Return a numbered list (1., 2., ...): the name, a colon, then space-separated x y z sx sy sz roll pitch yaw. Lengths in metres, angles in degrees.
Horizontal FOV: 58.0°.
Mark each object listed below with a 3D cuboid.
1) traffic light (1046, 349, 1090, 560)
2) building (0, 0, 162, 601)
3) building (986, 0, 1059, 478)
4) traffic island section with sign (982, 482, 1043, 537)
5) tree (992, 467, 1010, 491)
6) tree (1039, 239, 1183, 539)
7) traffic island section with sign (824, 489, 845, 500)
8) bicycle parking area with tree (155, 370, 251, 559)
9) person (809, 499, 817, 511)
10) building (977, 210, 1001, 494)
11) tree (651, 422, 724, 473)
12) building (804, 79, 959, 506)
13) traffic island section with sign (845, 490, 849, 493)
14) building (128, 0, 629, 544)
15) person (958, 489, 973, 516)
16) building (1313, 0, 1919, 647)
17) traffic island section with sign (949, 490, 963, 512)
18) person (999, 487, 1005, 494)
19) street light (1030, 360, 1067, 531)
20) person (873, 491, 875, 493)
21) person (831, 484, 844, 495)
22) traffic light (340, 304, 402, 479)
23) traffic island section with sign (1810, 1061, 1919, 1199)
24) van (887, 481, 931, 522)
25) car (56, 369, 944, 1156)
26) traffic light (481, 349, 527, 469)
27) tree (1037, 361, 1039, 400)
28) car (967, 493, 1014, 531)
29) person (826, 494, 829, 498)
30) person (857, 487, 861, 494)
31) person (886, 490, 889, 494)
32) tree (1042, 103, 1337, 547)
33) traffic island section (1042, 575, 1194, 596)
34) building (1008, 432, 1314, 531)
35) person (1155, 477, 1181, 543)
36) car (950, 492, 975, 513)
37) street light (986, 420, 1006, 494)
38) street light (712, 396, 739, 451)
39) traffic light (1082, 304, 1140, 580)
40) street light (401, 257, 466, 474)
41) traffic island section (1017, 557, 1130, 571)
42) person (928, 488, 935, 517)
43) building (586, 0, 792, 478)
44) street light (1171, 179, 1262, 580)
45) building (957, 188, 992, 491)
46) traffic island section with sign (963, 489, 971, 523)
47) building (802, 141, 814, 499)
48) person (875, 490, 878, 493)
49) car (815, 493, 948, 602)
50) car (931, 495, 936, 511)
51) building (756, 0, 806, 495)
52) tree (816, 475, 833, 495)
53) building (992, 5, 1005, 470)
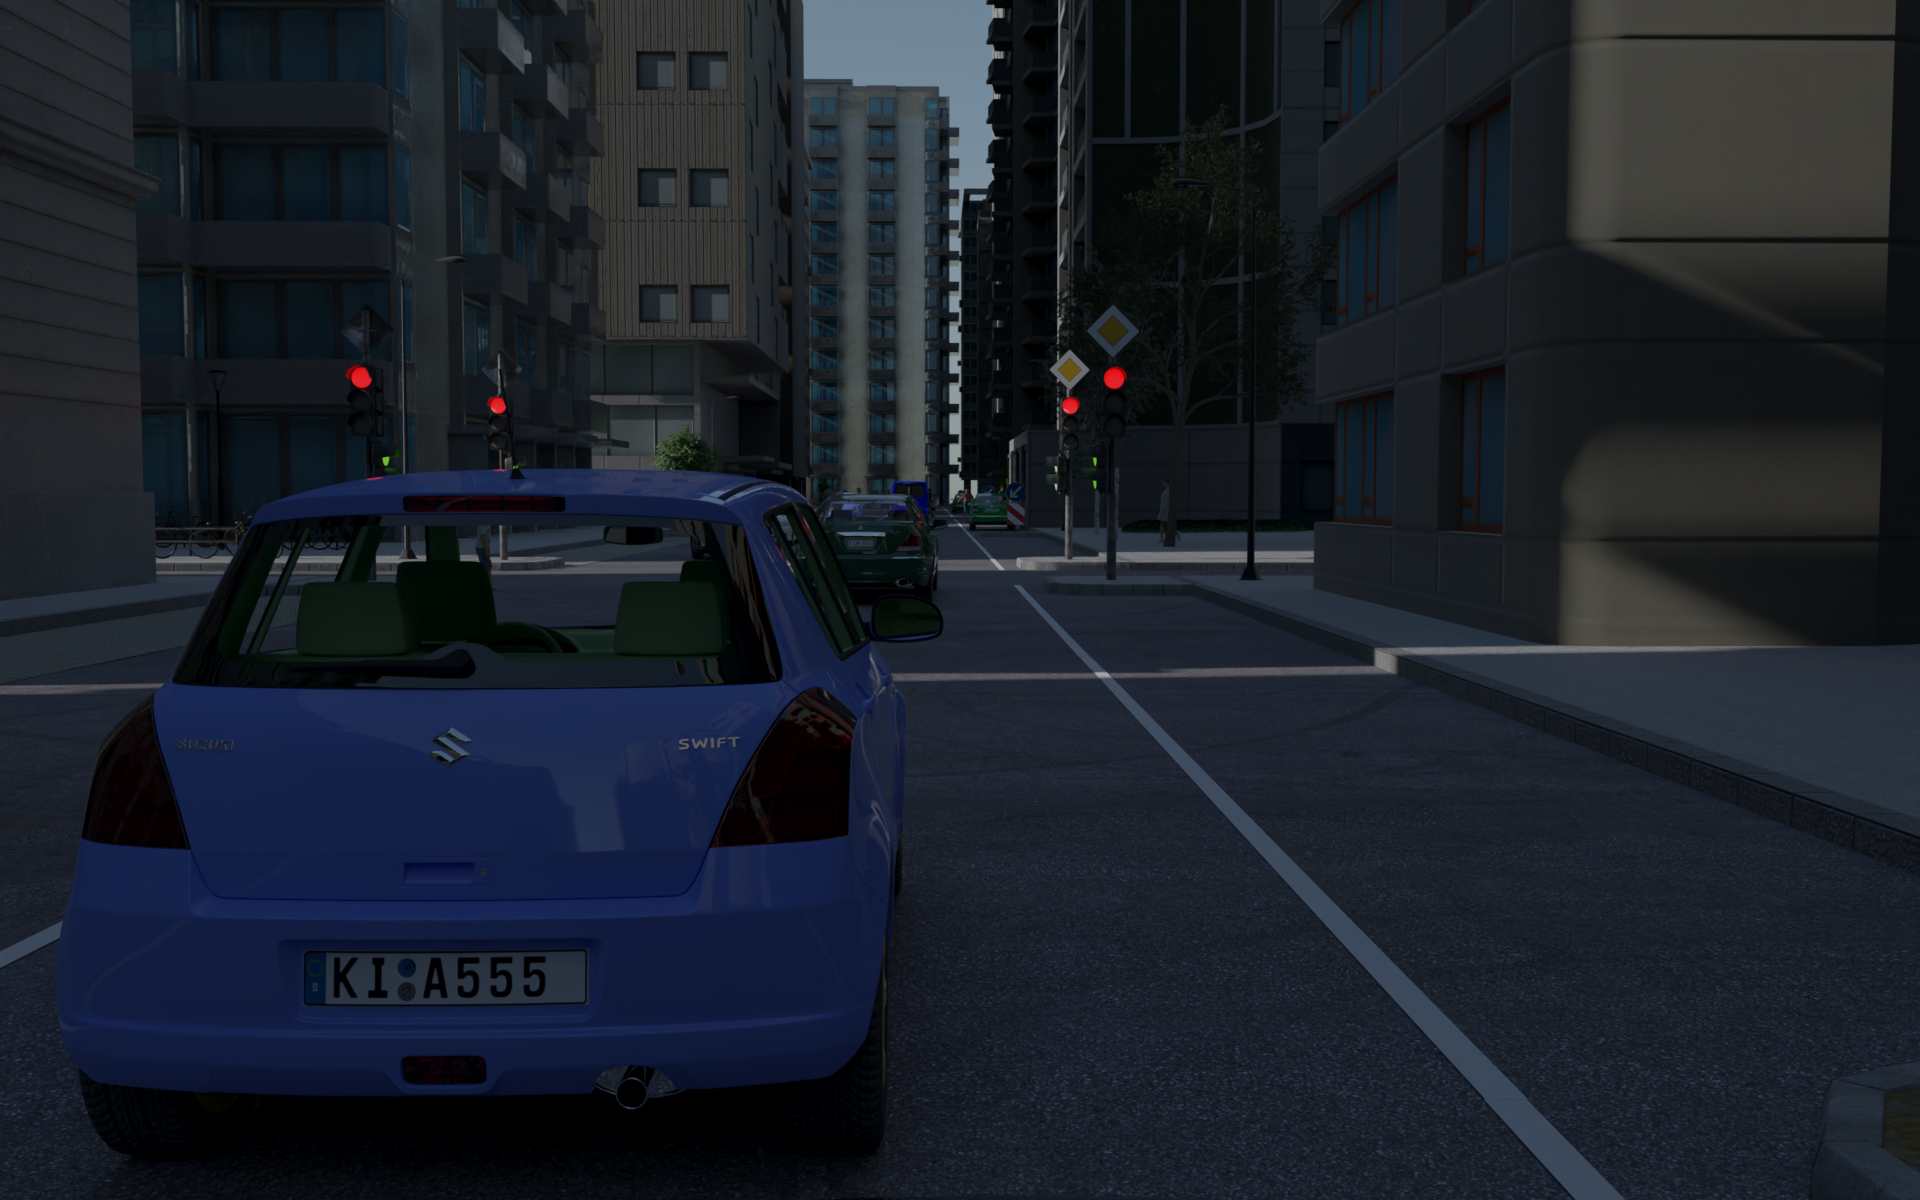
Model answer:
1. traffic light: 2.109 -2.742 33.761 0.839 4.253 0.868 0 4 -1
2. building: -22.594 -14.086 17.699 23.554 28.519 14.401 0 4 -1
3. building: 13.169 -28.974 128.351 22.147 44.769 28.867 0 4 -1
4. traffic island section with sign: 1.739 -3.054 58.561 1.989 1.847 2.006 0 4 -1
5. tree: 3.215 -7.286 113.724 1.663 3.219 1.824 0 3 0
6. tree: 4.405 -6.047 49.237 4.360 8.622 3.978 0 3 0
7. traffic island section with sign: -10.293 -7.778 135.797 1.989 1.847 2.006 0 4 -1
8. bicycle parking area with tree: -17.077 -3.092 37.554 9.016 4.147 8.231 1 4 14
9. person: -3.827 -2.011 45.633 0.306 1.304 0.590 3 5 42
10. building: 8.729 -24.853 178.050 14.160 30.474 14.107 0 4 -1
11. tree: -12.536 -5.823 78.913 4.285 4.588 4.351 0 3 0
12. building: -15.373 -35.661 202.659 30.456 49.044 23.786 0 4 -1
13. traffic island section with sign: -10.764 -9.473 163.511 1.989 1.847 2.006 0 4 -1
14. building: -24.433 -26.727 56.588 23.786 49.044 30.456 0 4 -1
15. person: 0.372 -6.331 112.726 1.217 1.743 0.721 -3 4 -36
16. building: 18.861 -10.007 8.661 27.650 21.520 28.899 0 4 -1
17. traffic island section with sign: -0.019 -9.416 162.581 1.989 1.847 2.006 0 4 -1
18. person: 2.842 -6.413 111.349 0.683 1.767 0.568 -3 5 -40
19. street light: 3.117 -5.349 60.000 1.470 5.913 1.316 0 4 -1
20. person: -9.007 -10.387 178.851 0.721 1.766 1.217 -1 4 -20
21. person: -4.880 -3.672 68.640 0.679 1.850 0.850 0 4 8
22. traffic light: -8.716 -2.242 25.577 0.839 4.253 0.868 0 4 -1
23. traffic island section with sign: 2.680 0.347 2.962 1.989 1.847 2.006 0 4 -1
24. van: -2.482 -4.930 84.995 2.240 2.365 5.245 0 4 -2
25. car: -1.014 0.277 5.066 1.945 1.707 3.694 0 4 -1
26. traffic light: -8.850 -2.730 33.560 0.839 4.253 0.868 0 4 -1
27. tree: 4.357 -6.396 54.943 4.360 8.622 3.978 0 3 0
28. car: 1.264 -3.682 69.005 1.959 1.807 4.718 0 4 1
29. person: -8.855 -6.456 117.281 0.599 1.433 0.991 0 4 -5
30. person: -5.435 -5.121 92.404 0.526 1.800 0.537 -1 4 -20
31. person: -6.485 -9.046 156.342 1.348 1.831 0.705 0 4 1
32. tree: 5.346 -6.556 41.607 7.601 10.594 8.767 3 5 39
33. traffic island section: 2.284 -0.221 25.891 2.009 0.180 2.903 0 4 -1
34. building: 12.681 -38.546 68.476 20.563 71.187 20.611 0 4 -1
35. person: 5.465 -2.371 45.567 0.760 1.731 0.466 -2 4 -35
36. car: 0.281 -7.517 131.704 1.959 1.807 4.718 0 4 -3
37. street light: 2.295 -8.306 108.348 1.470 5.913 1.316 0 4 -1
38. street light: -11.210 -6.718 82.379 1.470 5.913 1.316 0 4 -1
39. traffic light: 2.244 -2.254 25.777 0.839 4.253 0.868 0 4 -1
40. street light: -10.361 -3.761 34.032 1.470 5.913 1.316 0 4 -1
41. traffic island section: 2.149 -0.709 33.875 2.009 0.180 2.903 0 4 -1
42. person: -1.922 -5.959 106.207 0.850 1.792 0.678 0 4 -2
43. building: -27.135 -32.585 122.006 28.713 52.752 27.495 0 4 -1
44. street light: 3.802 -3.251 25.698 1.470 5.913 1.316 0 4 -1
45. building: 11.806 -31.585 208.299 23.993 40.220 32.217 0 4 -1
46. traffic island section with sign: 1.279 -4.704 85.546 1.989 1.847 2.006 0 4 -1
47. building: -26.711 -29.179 168.949 23.993 40.220 32.217 0 4 -1
48. person: -7.669 -9.292 160.445 0.705 1.822 1.348 2 4 27
49. car: -1.244 -0.768 24.348 2.131 1.459 4.920 0 4 1
50. car: -3.070 -8.381 149.395 2.083 1.381 4.827 0 4 -2
51. building: -20.260 -30.163 143.283 14.600 45.320 14.200 0 4 -1
52. tree: -13.611 -10.892 172.680 1.663 3.219 1.824 0 3 0
53. building: 16.762 -34.710 156.740 28.713 52.752 27.495 0 4 -1
